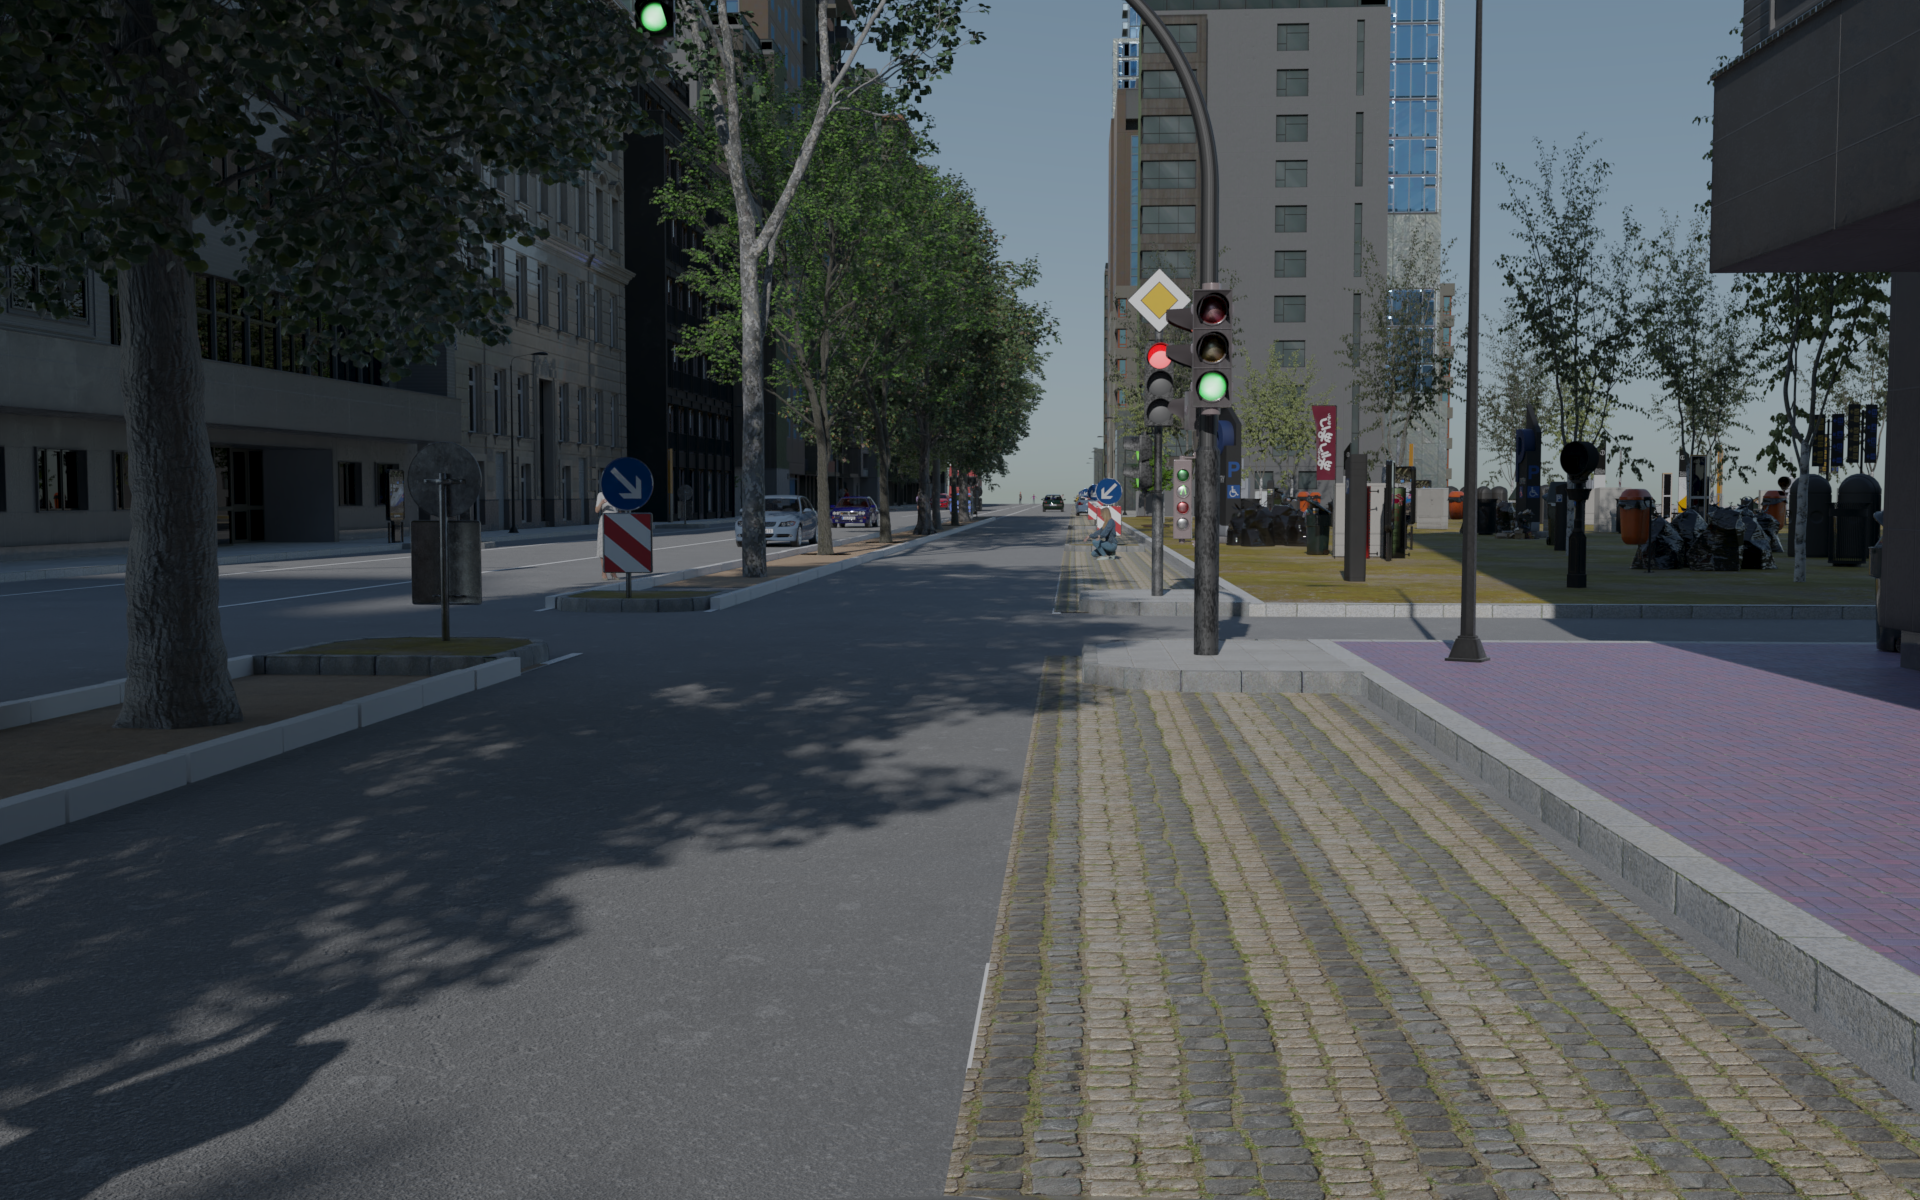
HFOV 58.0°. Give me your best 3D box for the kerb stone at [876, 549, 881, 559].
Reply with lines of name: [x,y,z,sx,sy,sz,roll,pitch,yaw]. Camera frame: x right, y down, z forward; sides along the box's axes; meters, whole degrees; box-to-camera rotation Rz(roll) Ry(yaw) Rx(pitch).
kerb stone: [-1.913,-0.984,38.281,0.120,0.150,1.000,0,4,4]

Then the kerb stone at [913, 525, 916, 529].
kerb stone: [-1.977,-2.871,69.138,0.120,0.150,1.000,0,4,4]

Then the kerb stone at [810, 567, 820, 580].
kerb stone: [-2.525,-0.419,29.078,0.120,0.150,1.000,0,4,4]

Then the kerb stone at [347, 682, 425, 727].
kerb stone: [-3.703,0.676,11.138,0.120,0.150,1.000,0,4,4]

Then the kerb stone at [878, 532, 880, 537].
kerb stone: [-2.781,-2.122,56.885,0.120,0.150,1.000,0,4,4]

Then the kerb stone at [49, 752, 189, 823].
kerb stone: [-3.909,0.867,8.049,0.120,0.150,1.000,0,4,4]

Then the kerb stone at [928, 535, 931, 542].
kerb stone: [-1.039,-1.796,51.558,0.120,0.150,1.000,0,4,4]

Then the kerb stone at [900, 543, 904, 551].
kerb stone: [-1.579,-1.296,43.387,0.120,0.150,1.000,0,4,4]

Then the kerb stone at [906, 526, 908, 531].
kerb stone: [-2.179,-2.684,66.072,0.120,0.150,1.000,0,4,4]

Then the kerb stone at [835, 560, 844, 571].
kerb stone: [-2.324,-0.606,32.149,0.120,0.150,1.000,0,4,4]

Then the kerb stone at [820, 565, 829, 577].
kerb stone: [-2.452,-0.483,30.098,0.120,0.150,1.000,0,4,4]

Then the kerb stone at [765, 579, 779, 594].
kerb stone: [-2.794,-0.171,24.985,0.120,0.150,1.000,0,4,4]

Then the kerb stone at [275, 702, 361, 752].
kerb stone: [-3.781,0.746,10.117,0.120,0.150,1.000,0,4,4]

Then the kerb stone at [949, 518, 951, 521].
kerb stone: [-0.702,-4.057,88.545,0.120,0.150,1.000,0,4,4]

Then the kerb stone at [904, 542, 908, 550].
kerb stone: [-1.510,-1.359,44.407,0.120,0.150,1.000,0,4,4]

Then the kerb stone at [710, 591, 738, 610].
kerb stone: [-2.994,0.017,21.910,0.120,0.150,1.000,0,4,4]

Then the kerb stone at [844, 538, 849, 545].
kerb stone: [-3.322,-1.622,48.712,0.120,0.150,1.000,0,4,4]

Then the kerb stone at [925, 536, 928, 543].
kerb stone: [-1.102,-1.733,50.538,0.120,0.150,1.000,0,4,4]

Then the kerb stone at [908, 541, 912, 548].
kerb stone: [-1.436,-1.417,45.434,0.120,0.150,1.000,0,4,4]

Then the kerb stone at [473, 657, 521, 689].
kerb stone: [-3.565,0.558,13.188,0.120,0.150,1.000,0,4,4]

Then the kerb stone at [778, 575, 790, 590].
kerb stone: [-2.726,-0.233,26.005,0.120,0.150,1.000,0,4,4]

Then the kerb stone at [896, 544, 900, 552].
kerb stone: [-1.644,-1.234,42.363,0.120,0.150,1.000,0,4,4]

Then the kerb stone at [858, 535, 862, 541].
kerb stone: [-3.125,-1.809,51.778,0.120,0.150,1.000,0,4,4]

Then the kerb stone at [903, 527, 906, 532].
kerb stone: [-2.241,-2.620,65.052,0.120,0.150,1.000,0,4,4]

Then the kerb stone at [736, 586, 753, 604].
kerb stone: [-2.925,-0.045,22.938,0.120,0.150,1.000,0,4,4]

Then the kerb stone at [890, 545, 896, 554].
kerb stone: [-1.707,-1.171,41.343,0.120,0.150,1.000,0,4,4]

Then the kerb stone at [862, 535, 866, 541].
kerb stone: [-3.052,-1.872,52.797,0.120,0.150,1.000,0,4,4]

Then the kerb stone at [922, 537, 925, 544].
kerb stone: [-1.170,-1.671,49.519,0.120,0.150,1.000,0,4,4]

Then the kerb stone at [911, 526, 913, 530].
kerb stone: [-2.046,-2.808,68.112,0.120,0.150,1.000,0,4,4]

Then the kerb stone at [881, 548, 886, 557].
kerb stone: [-1.851,-1.046,39.301,0.120,0.150,1.000,0,4,4]

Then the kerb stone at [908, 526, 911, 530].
kerb stone: [-2.108,-2.746,67.092,0.120,0.150,1.000,0,4,4]

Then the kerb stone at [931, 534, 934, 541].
kerb stone: [-0.968,-1.858,52.578,0.120,0.150,1.000,0,4,4]

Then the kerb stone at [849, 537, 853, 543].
kerb stone: [-3.259,-1.684,49.733,0.120,0.150,1.000,0,4,4]

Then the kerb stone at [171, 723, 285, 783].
kerb stone: [-3.841,0.802,9.089,0.120,0.150,1.000,0,4,4]

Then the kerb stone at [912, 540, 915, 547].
kerb stone: [-1.378,-1.479,46.460,0.120,0.150,1.000,0,4,4]

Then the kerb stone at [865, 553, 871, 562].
kerb stone: [-2.043,-0.859,36.238,0.120,0.150,1.000,0,4,4]

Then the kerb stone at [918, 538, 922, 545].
kerb stone: [-1.232,-1.609,48.499,0.120,0.150,1.000,0,4,4]

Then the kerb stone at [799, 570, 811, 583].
kerb stone: [-2.588,-0.358,28.050,0.120,0.150,1.000,0,4,4]

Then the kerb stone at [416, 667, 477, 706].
kerb stone: [-3.643,0.613,12.168,0.120,0.150,1.000,0,4,4]

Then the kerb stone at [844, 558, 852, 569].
kerb stone: [-2.245,-0.671,33.169,0.120,0.150,1.000,0,4,4]

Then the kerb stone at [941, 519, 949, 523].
kerb stone: [-0.763,-3.996,87.522,0.120,0.150,1.000,0,4,4]

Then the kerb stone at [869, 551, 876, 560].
kerb stone: [-1.980,-0.921,37.258,0.120,0.150,1.000,0,4,4]

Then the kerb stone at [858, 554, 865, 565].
kerb stone: [-2.114,-0.793,35.219,0.120,0.150,1.000,0,4,4]

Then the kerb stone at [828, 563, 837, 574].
kerb stone: [-2.385,-0.543,31.118,0.120,0.150,1.000,0,4,4]

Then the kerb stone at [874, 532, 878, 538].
kerb stone: [-2.857,-2.059,55.866,0.120,0.150,1.000,0,4,4]

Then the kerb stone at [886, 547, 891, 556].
kerb stone: [-1.778,-1.107,40.320,0.120,0.150,1.000,0,4,4]

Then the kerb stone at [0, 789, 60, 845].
kerb stone: [-3.980,0.928,7.029,0.120,0.150,1.000,0,4,4]

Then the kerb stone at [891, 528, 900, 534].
kerb stone: [-2.381,-2.496,63.013,0.120,0.150,1.000,0,4,4]

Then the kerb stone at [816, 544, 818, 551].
kerb stone: [-3.664,-1.308,43.589,0.120,0.150,1.000,0,4,4]

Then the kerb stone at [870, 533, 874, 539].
kerb stone: [-2.920,-1.994,54.846,0.120,0.150,1.000,0,4,4]

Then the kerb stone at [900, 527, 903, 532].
kerb stone: [-2.315,-2.558,64.033,0.120,0.150,1.000,0,4,4]

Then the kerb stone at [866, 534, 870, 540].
kerb stone: [-2.985,-1.934,53.823,0.120,0.150,1.000,0,4,4]

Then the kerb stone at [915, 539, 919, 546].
kerb stone: [-1.304,-1.541,47.479,0.120,0.150,1.000,0,4,4]

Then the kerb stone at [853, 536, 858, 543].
kerb stone: [-3.186,-1.744,50.757,0.120,0.150,1.000,0,4,4]

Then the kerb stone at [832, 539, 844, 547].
kerb stone: [-3.394,-1.559,47.690,0.120,0.150,1.000,0,4,4]

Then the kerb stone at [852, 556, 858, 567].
kerb stone: [-2.182,-0.734,34.199,0.120,0.150,1.000,0,4,4]

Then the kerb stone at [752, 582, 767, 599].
kerb stone: [-2.857,-0.108,23.958,0.120,0.150,1.000,0,4,4]

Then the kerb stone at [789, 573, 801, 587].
kerb stone: [-2.660,-0.296,27.030,0.120,0.150,1.000,0,4,4]
